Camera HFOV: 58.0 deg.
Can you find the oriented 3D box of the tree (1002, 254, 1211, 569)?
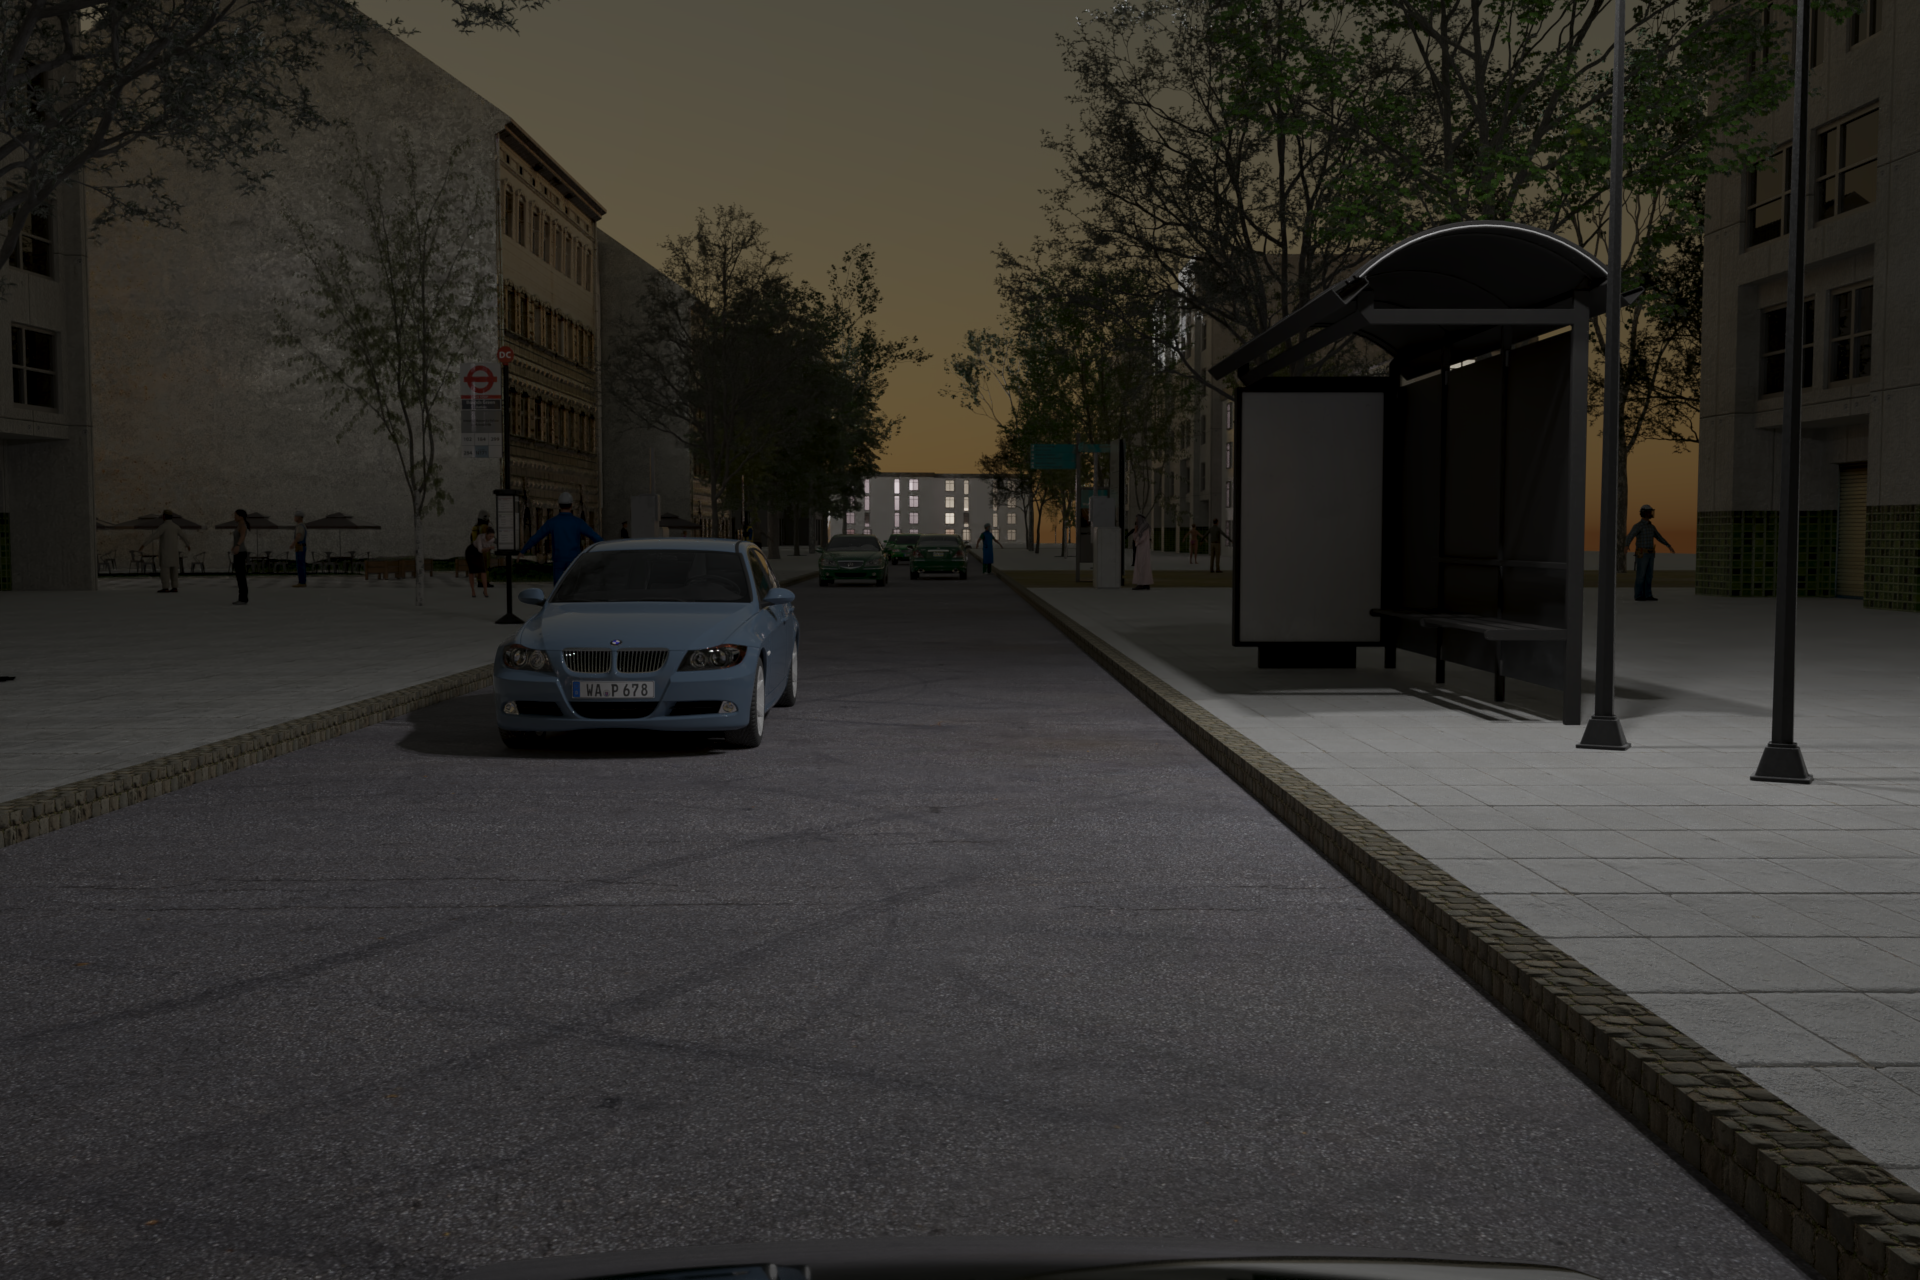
[{"bbox_3d":[5.402,-8.443,63.795,9.928,11.665,9.643,0,3,0],"label":"tree"}]

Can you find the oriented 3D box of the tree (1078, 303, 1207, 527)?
[{"bbox_3d":[5.810,-6.389,54.821,4.360,8.622,3.978,0,3,0],"label":"tree"}]

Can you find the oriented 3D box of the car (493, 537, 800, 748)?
[{"bbox_3d":[-2.216,-0.070,13.144,2.014,1.417,4.499,0,4,-1],"label":"car"}]

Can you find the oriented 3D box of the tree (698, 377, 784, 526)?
[{"bbox_3d":[-9.805,-7.877,79.150,4.737,8.622,4.395,0,3,0],"label":"tree"}]

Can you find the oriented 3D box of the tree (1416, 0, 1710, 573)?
[{"bbox_3d":[20.966,-12.209,55.514,12.611,20.169,13.585,0,3,0],"label":"tree"}]

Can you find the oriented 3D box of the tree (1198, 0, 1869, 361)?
[{"bbox_3d":[6.429,-5.800,20.593,9.928,11.665,9.643,0,3,0],"label":"tree"}]

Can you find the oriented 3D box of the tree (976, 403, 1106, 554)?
[{"bbox_3d":[5.191,-10.970,113.766,8.767,10.594,7.601,-1,4,-21],"label":"tree"}]

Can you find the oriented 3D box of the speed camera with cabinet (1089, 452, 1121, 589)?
[{"bbox_3d":[3.477,-2.877,41.369,0.660,3.252,2.038,0,3,0],"label":"speed camera with cabinet"}]

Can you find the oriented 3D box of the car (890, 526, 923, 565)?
[{"bbox_3d":[-2.309,-4.447,81.503,1.959,1.807,4.718,0,4,0],"label":"car"}]

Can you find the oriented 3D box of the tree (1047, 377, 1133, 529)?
[{"bbox_3d":[6.004,-7.769,77.386,4.737,8.622,4.395,0,3,0],"label":"tree"}]

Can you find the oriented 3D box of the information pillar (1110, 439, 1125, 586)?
[{"bbox_3d":[3.945,-3.187,43.429,0.184,3.620,1.656,0,4,-2],"label":"information pillar"}]

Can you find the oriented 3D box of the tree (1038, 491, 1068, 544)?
[{"bbox_3d":[13.059,-17.225,231.986,4.360,8.622,3.978,0,3,0],"label":"tree"}]

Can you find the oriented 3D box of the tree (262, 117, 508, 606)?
[{"bbox_3d":[-9.479,-4.922,30.835,4.360,8.622,3.978,0,3,0],"label":"tree"}]

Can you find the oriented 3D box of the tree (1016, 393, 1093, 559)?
[{"bbox_3d":[5.255,-8.470,88.850,4.737,8.622,4.395,0,3,0],"label":"tree"}]

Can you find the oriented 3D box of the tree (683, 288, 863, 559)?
[{"bbox_3d":[-9.606,-11.108,88.269,9.857,13.997,8.962,0,3,0],"label":"tree"}]

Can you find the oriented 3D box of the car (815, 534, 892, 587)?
[{"bbox_3d":[-2.965,-2.260,48.746,2.131,1.459,4.920,0,4,-1],"label":"car"}]

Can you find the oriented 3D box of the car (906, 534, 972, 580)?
[{"bbox_3d":[-0.674,-2.689,55.760,2.131,1.459,4.920,0,4,0],"label":"car"}]

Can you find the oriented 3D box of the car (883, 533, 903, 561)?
[{"bbox_3d":[-3.128,-5.176,93.431,1.959,1.807,4.718,0,3,0],"label":"car"}]

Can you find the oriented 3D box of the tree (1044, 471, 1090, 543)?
[{"bbox_3d":[15.047,-19.178,239.313,9.928,11.665,9.643,0,3,0],"label":"tree"}]

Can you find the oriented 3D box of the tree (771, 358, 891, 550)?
[{"bbox_3d":[-9.978,-13.436,126.331,9.857,13.997,8.962,0,3,0],"label":"tree"}]

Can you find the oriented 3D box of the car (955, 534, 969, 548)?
[{"bbox_3d":[-0.617,-4.670,88.160,2.131,1.459,4.920,0,3,0],"label":"car"}]

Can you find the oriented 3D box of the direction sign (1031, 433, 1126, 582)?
[{"bbox_3d":[3.149,-3.459,45.311,2.525,3.948,1.411,0,4,-2],"label":"direction sign"}]

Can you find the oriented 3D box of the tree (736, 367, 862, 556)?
[{"bbox_3d":[-9.454,-10.704,100.763,9.928,11.665,9.643,0,3,0],"label":"tree"}]

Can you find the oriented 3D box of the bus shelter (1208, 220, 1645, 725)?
[{"bbox_3d":[3.394,-1.227,13.978,2.014,3.302,5.546,0,3,0],"label":"bus shelter"}]

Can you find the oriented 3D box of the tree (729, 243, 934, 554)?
[{"bbox_3d":[-8.484,-15.681,112.275,12.611,20.169,13.585,0,3,0],"label":"tree"}]

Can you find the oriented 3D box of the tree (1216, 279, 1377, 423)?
[{"bbox_3d":[9.155,-5.999,48.452,4.737,8.622,4.395,0,3,0],"label":"tree"}]

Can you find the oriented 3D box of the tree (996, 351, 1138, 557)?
[{"bbox_3d":[6.037,-10.473,96.981,9.928,11.665,9.643,0,3,0],"label":"tree"}]

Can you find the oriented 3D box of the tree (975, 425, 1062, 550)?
[{"bbox_3d":[5.359,-12.784,143.434,7.601,10.594,8.767,2,4,29],"label":"tree"}]

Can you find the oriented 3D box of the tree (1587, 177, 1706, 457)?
[{"bbox_3d":[19.082,-6.694,43.853,7.601,10.594,8.767,1,4,8],"label":"tree"}]

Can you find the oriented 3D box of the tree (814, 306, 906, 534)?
[{"bbox_3d":[-10.744,-17.781,146.608,12.611,20.169,13.585,0,3,0],"label":"tree"}]

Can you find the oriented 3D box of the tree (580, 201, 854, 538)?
[{"bbox_3d":[-8.939,-9.369,63.548,12.009,13.543,11.850,0,3,0],"label":"tree"}]

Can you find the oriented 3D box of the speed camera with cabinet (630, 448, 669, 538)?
[{"bbox_3d":[-7.237,-2.819,40.419,0.660,3.252,2.038,0,4,-1],"label":"speed camera with cabinet"}]

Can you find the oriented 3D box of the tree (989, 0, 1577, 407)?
[{"bbox_3d":[6.054,-7.462,32.367,12.009,13.543,11.850,0,3,0],"label":"tree"}]

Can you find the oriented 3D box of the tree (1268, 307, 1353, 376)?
[{"bbox_3d":[11.058,-6.448,55.788,4.737,8.622,4.395,0,3,0],"label":"tree"}]

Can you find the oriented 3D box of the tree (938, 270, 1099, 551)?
[{"bbox_3d":[4.758,-16.595,127.210,12.611,20.169,13.585,0,3,0],"label":"tree"}]

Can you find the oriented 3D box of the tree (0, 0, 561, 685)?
[{"bbox_3d":[-8.626,-6.367,14.463,12.009,13.543,11.850,0,3,0],"label":"tree"}]

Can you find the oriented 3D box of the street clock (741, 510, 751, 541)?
[{"bbox_3d":[-6.527,-2.945,52.713,0.358,2.002,0.471,0,4,1],"label":"street clock"}]
